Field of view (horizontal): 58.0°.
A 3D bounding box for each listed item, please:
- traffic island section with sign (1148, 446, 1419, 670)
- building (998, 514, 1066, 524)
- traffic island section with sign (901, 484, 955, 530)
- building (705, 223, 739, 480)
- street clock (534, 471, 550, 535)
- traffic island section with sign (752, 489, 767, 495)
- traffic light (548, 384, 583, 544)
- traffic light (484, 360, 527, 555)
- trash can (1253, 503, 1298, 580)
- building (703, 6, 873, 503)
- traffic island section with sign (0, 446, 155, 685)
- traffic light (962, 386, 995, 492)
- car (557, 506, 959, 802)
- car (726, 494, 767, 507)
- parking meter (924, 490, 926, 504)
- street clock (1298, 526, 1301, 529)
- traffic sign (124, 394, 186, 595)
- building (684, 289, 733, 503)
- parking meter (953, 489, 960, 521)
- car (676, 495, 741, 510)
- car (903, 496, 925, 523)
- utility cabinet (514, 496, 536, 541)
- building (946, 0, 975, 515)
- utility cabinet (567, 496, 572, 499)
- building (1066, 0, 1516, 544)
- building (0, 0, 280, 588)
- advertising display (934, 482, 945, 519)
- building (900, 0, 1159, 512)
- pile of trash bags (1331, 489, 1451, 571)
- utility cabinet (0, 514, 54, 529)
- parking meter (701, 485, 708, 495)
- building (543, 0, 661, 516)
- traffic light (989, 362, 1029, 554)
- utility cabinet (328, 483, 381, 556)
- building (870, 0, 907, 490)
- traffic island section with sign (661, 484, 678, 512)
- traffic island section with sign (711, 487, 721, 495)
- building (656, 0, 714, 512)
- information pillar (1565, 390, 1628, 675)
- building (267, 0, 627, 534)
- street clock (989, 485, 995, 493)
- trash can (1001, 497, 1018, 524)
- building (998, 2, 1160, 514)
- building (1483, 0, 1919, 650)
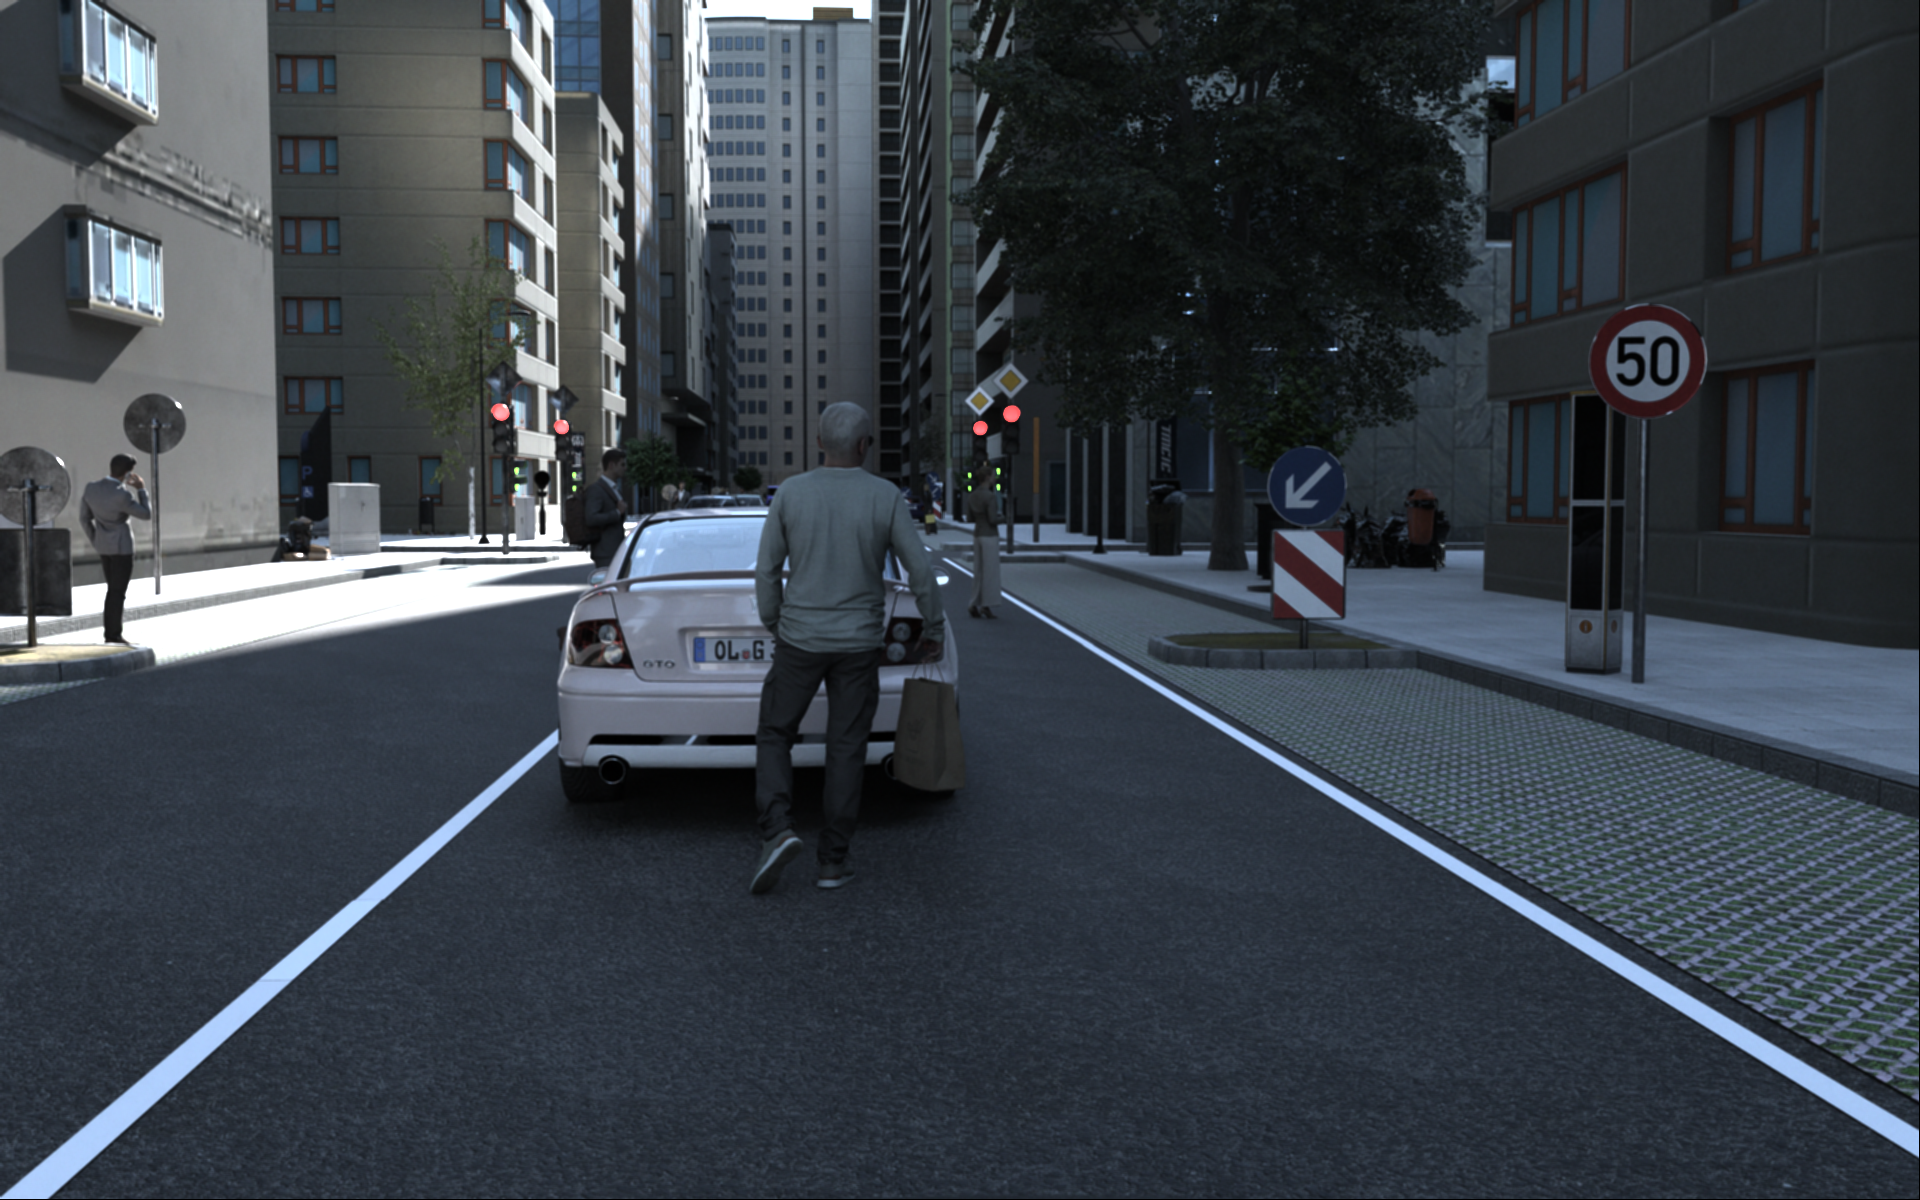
[{"bbox_3d":[2.694,-0.390,15.002,1.989,1.847,2.006,0,4,-4],"label":"traffic island section with sign"},{"bbox_3d":[12.162,-28.179,84.435,21.300,48.544,21.600,0,4,-4],"label":"building"},{"bbox_3d":[-1.218,-3.734,69.674,1.989,1.847,2.006,0,4,-4],"label":"traffic island section with sign"},{"bbox_3d":[-30.990,-25.343,186.057,14.107,30.474,14.160,0,4,-4],"label":"building"},{"bbox_3d":[-12.973,-3.010,53.784,0.471,2.002,0.358,-1,4,-19],"label":"street clock"},{"bbox_3d":[-17.086,-8.396,145.904,1.989,1.847,2.006,0,4,-4],"label":"traffic island section with sign"},{"bbox_3d":[-10.097,-3.384,44.249,0.839,4.253,0.868,0,4,-4],"label":"traffic light"},{"bbox_3d":[-9.527,-2.897,36.284,0.839,4.253,0.868,0,4,-4],"label":"traffic light"},{"bbox_3d":[4.779,-0.880,26.049,0.748,1.137,0.748,0,3,0],"label":"trash can"},{"bbox_3d":[-24.990,-41.035,212.922,28.212,58.520,21.231,0,4,-4],"label":"building"},{"bbox_3d":[-7.624,-0.315,13.773,1.989,1.847,2.006,0,4,-4],"label":"traffic island section with sign"},{"bbox_3d":[0.486,-3.431,45.020,0.839,4.253,0.868,0,4,-4],"label":"traffic light"},{"bbox_3d":[-1.049,0.175,9.504,2.083,1.381,4.827,0,4,-5],"label":"car"},{"bbox_3d":[-6.846,-2.604,54.367,2.131,1.459,4.920,0,4,-6],"label":"car"},{"bbox_3d":[-1.982,-5.833,101.080,0.255,1.863,0.399,0,4,1],"label":"parking meter"},{"bbox_3d":[7.247,-1.960,36.611,0.471,2.002,0.358,0,4,3],"label":"street clock"},{"bbox_3d":[-10.217,-1.338,21.990,0.768,2.556,0.104,0,4,-3],"label":"traffic sign"},{"bbox_3d":[-35.785,-19.258,159.913,27.650,21.520,28.899,0,4,-4],"label":"building"},{"bbox_3d":[-0.149,-4.591,83.474,0.372,1.533,0.369,0,3,0],"label":"parking meter"},{"bbox_3d":[-6.812,-2.190,47.804,2.014,1.417,4.499,0,4,-4],"label":"car"},{"bbox_3d":[-2.583,-4.499,86.146,1.945,1.354,3.894,0,4,-4],"label":"car"},{"bbox_3d":[-12.082,-2.258,48.087,0.306,1.237,1.020,-2,4,-31],"label":"utility cabinet"},{"bbox_3d":[6.016,-26.085,110.080,14.154,41.232,14.086,0,4,-4],"label":"building"},{"bbox_3d":[-12.929,-2.848,57.728,0.306,1.237,1.020,0,4,6],"label":"utility cabinet"},{"bbox_3d":[19.126,-45.370,54.473,31.000,86.520,22.319,0,4,-4],"label":"building"},{"bbox_3d":[-22.495,-24.222,19.735,21.600,48.544,21.300,0,4,-4],"label":"building"},{"bbox_3d":[-1.061,-5.176,89.840,0.123,1.923,0.974,-2,4,-30],"label":"advertising display"},{"bbox_3d":[5.556,-32.827,160.429,21.300,48.544,21.600,0,4,-4],"label":"building"},{"bbox_3d":[7.599,-1.247,30.147,1.912,1.369,3.447,0,4,-3],"label":"pile of trash bags"},{"bbox_3d":[-10.793,-0.512,19.534,0.306,1.237,1.020,3,5,39],"label":"utility cabinet"},{"bbox_3d":[-16.983,-6.693,115.135,0.399,1.863,0.255,2,4,24],"label":"parking meter"},{"bbox_3d":[-26.437,-27.991,107.761,14.600,45.320,14.200,0,4,-4],"label":"building"},{"bbox_3d":[1.056,-2.944,37.055,0.839,4.253,0.868,0,4,-4],"label":"traffic light"},{"bbox_3d":[-12.599,-1.675,36.073,0.318,1.500,1.173,2,4,23],"label":"utility cabinet"},{"bbox_3d":[-0.629,-47.452,214.096,20.611,71.187,20.563,0,4,-4],"label":"building"},{"bbox_3d":[-11.625,-3.728,69.589,1.989,1.847,2.006,0,4,-4],"label":"traffic island section with sign"},{"bbox_3d":[-13.581,-5.405,96.991,1.989,1.847,2.006,0,4,-4],"label":"traffic island section with sign"},{"bbox_3d":[-33.207,-33.131,130.928,28.713,52.752,27.495,0,4,-4],"label":"building"},{"bbox_3d":[4.561,-0.484,12.411,0.304,2.012,0.304,3,5,44],"label":"information pillar"},{"bbox_3d":[-28.947,-13.650,68.218,27.650,21.520,28.899,0,4,-4],"label":"building"},{"bbox_3d":[1.225,-4.087,71.390,0.471,2.002,0.358,1,4,11],"label":"street clock"},{"bbox_3d":[2.099,-3.782,73.490,0.748,1.137,0.748,0,3,0],"label":"trash can"},{"bbox_3d":[7.796,-31.515,138.974,21.300,48.544,21.600,0,4,-4],"label":"building"},{"bbox_3d":[21.807,-10.032,9.069,27.650,21.520,28.899,0,4,-4],"label":"building"}]
